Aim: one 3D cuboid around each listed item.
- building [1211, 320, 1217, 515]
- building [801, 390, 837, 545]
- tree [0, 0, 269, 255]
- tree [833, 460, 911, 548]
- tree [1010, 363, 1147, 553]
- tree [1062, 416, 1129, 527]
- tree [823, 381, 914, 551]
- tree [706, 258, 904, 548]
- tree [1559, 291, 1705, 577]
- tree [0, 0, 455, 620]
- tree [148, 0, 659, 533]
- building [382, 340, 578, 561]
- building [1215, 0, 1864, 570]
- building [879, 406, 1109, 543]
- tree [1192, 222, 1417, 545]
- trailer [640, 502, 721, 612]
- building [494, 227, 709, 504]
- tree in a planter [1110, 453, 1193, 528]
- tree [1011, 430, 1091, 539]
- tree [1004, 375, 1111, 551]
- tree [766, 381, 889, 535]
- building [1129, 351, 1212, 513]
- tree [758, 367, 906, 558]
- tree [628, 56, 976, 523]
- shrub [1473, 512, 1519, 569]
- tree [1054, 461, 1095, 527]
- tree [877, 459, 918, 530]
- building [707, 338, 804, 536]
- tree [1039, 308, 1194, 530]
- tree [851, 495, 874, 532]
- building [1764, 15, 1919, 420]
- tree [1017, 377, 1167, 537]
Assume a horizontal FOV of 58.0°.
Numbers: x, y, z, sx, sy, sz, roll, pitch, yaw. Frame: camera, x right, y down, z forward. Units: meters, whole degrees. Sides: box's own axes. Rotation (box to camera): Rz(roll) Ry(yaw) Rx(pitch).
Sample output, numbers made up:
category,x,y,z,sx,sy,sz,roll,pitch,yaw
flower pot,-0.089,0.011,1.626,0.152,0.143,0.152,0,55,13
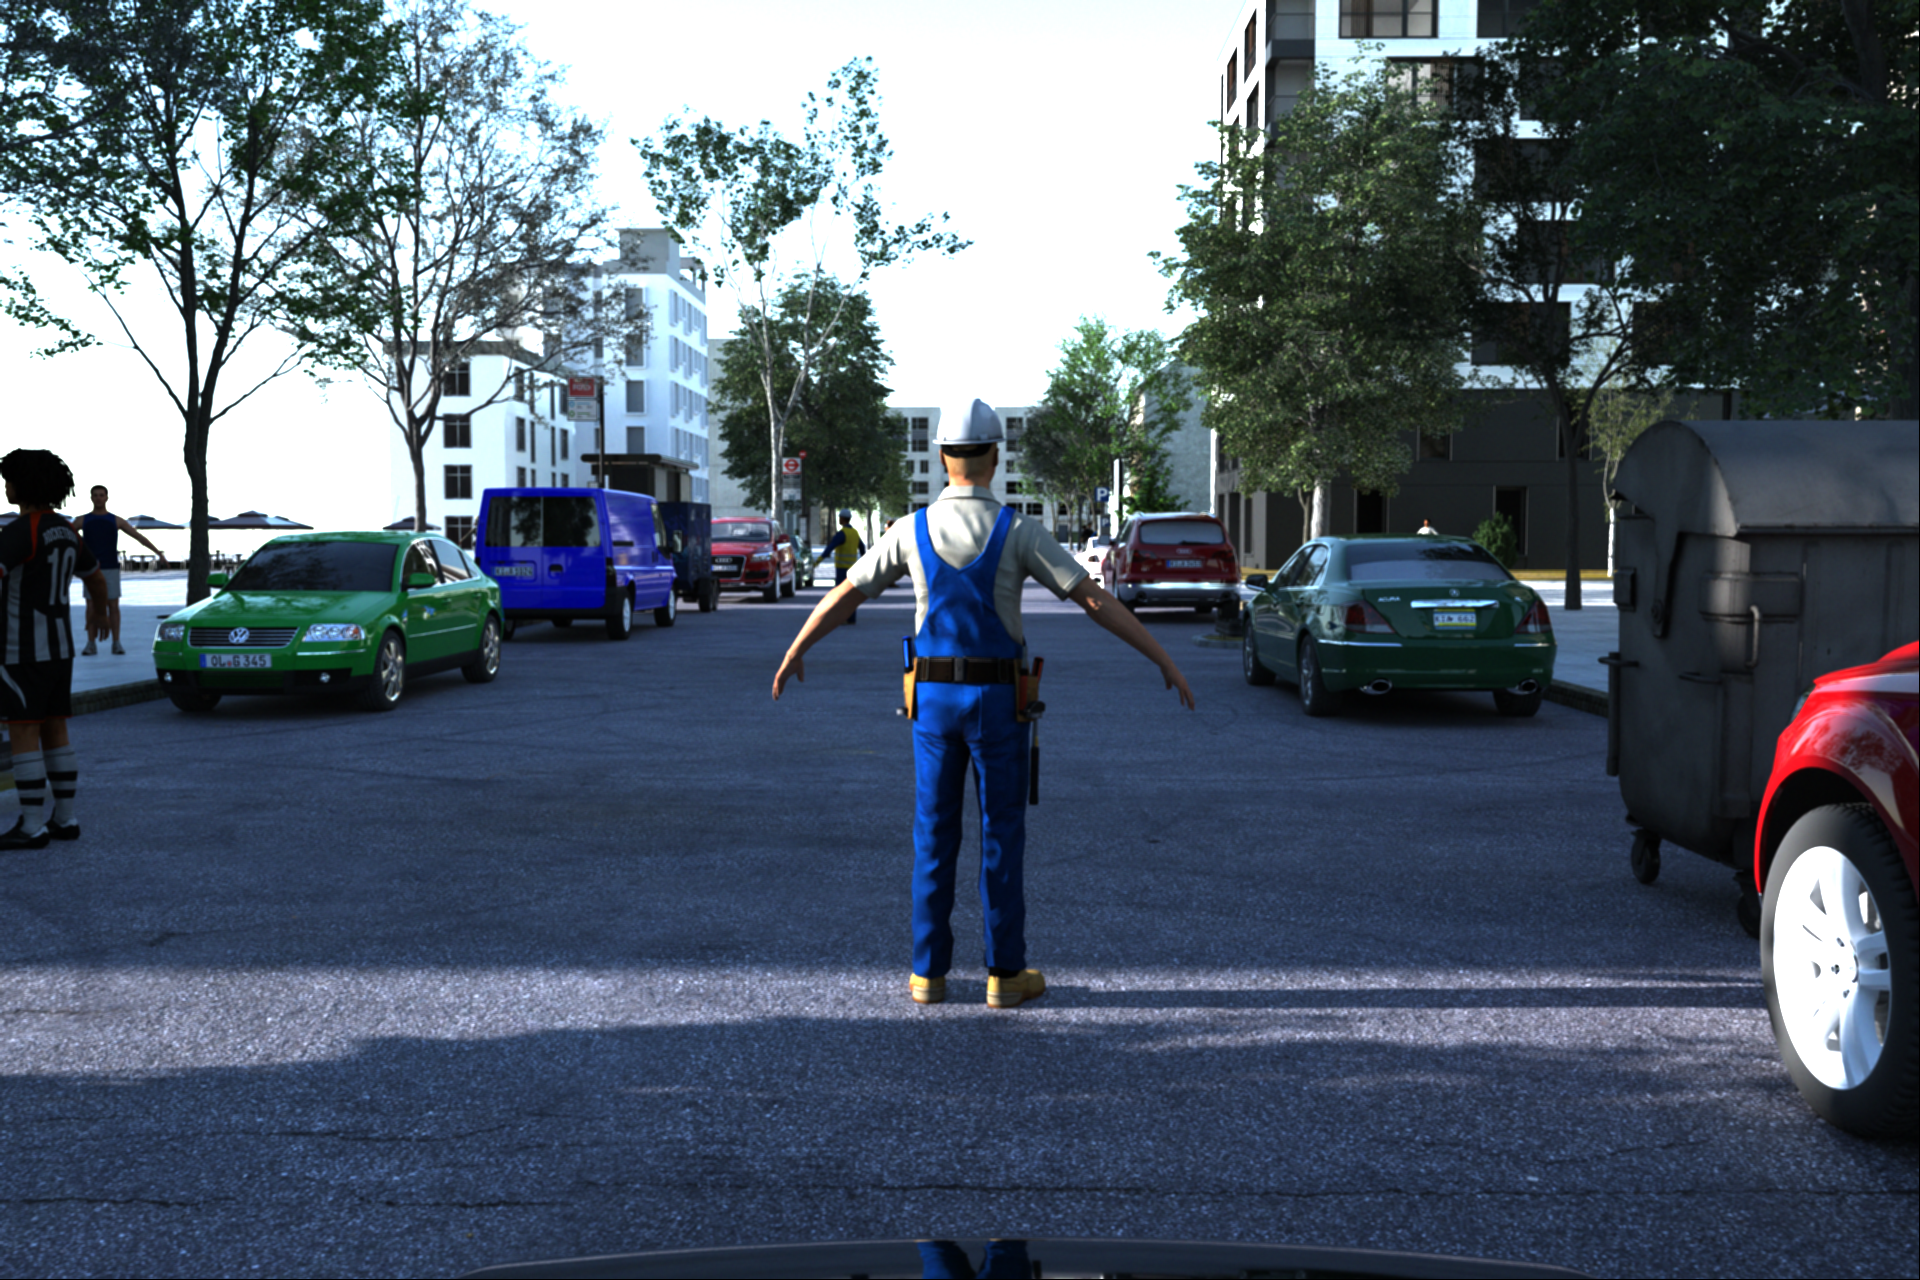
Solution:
category,x,y,z,sx,sy,sz,roll,pitch,yaw
building,27.969,-15.528,120.341,16.747,18.905,31.486,0,4,1
building,-24.713,-22.811,203.894,19.493,23.208,18.063,0,4,2
tree,-11.209,-6.442,15.695,12.009,13.543,11.850,0,3,0
tree,-7.490,-12.785,143.451,7.601,10.594,8.767,2,4,28
tree,8.288,-12.725,118.425,12.009,13.543,11.850,0,3,0
tree,8.194,-9.571,106.855,4.737,8.622,4.395,0,3,0
tree,-7.234,-12.860,128.395,7.486,12.596,7.792,0,3,0
tree,-7.321,-10.729,82.069,9.857,13.997,8.962,0,3,0
tree,19.476,-6.227,52.178,4.360,8.622,3.978,0,3,0
tree,-11.494,-6.133,26.030,9.928,11.665,9.643,0,3,0
tree,-11.507,-7.720,36.588,12.009,13.543,11.850,0,3,0
building,-24.188,-8.996,89.227,9.099,9.664,28.070,0,3,0
building,25.068,-14.249,76.952,27.936,21.610,32.646,0,4,1
building,4.776,-23.058,245.920,31.486,18.905,16.747,0,4,1
tree,11.397,-8.020,56.889,9.928,11.665,9.643,0,3,0
trailer,-5.277,-1.487,31.366,1.471,1.999,3.904,0,4,1
building,-22.751,-15.404,108.272,16.016,20.090,11.380,0,4,1
tree in a planter,4.233,-2.516,38.362,1.991,3.239,1.994,0,4,0
tree,8.362,-13.760,150.727,9.928,11.665,9.643,0,3,0
tree,8.354,-13.539,131.731,12.009,13.543,11.850,0,3,0
tree,-7.682,-10.407,104.566,7.601,10.594,8.767,2,4,35
building,27.947,-21.561,183.452,19.493,23.208,18.063,0,4,1
tree,-7.141,-9.700,93.013,8.767,10.594,7.601,0,4,-2
tree,-6.174,-12.998,68.407,12.611,20.169,13.585,0,3,0
shrub,18.253,-3.362,59.016,1.661,2.075,1.752,0,3,0
tree,9.131,-11.681,141.347,4.737,8.622,4.395,0,3,0
tree,-6.391,-12.490,154.569,4.360,8.622,3.978,0,3,0
building,-24.911,-18.696,172.143,16.747,18.905,31.486,0,3,0
tree,7.251,-9.464,80.499,9.928,11.665,9.643,0,3,0
tree,-13.389,-17.859,242.350,4.737,8.622,4.395,0,3,0
building,25.728,-17.576,33.488,12.429,33.558,17.177,0,4,0
tree,7.741,-10.058,98.861,8.767,10.594,7.601,-1,4,-17
